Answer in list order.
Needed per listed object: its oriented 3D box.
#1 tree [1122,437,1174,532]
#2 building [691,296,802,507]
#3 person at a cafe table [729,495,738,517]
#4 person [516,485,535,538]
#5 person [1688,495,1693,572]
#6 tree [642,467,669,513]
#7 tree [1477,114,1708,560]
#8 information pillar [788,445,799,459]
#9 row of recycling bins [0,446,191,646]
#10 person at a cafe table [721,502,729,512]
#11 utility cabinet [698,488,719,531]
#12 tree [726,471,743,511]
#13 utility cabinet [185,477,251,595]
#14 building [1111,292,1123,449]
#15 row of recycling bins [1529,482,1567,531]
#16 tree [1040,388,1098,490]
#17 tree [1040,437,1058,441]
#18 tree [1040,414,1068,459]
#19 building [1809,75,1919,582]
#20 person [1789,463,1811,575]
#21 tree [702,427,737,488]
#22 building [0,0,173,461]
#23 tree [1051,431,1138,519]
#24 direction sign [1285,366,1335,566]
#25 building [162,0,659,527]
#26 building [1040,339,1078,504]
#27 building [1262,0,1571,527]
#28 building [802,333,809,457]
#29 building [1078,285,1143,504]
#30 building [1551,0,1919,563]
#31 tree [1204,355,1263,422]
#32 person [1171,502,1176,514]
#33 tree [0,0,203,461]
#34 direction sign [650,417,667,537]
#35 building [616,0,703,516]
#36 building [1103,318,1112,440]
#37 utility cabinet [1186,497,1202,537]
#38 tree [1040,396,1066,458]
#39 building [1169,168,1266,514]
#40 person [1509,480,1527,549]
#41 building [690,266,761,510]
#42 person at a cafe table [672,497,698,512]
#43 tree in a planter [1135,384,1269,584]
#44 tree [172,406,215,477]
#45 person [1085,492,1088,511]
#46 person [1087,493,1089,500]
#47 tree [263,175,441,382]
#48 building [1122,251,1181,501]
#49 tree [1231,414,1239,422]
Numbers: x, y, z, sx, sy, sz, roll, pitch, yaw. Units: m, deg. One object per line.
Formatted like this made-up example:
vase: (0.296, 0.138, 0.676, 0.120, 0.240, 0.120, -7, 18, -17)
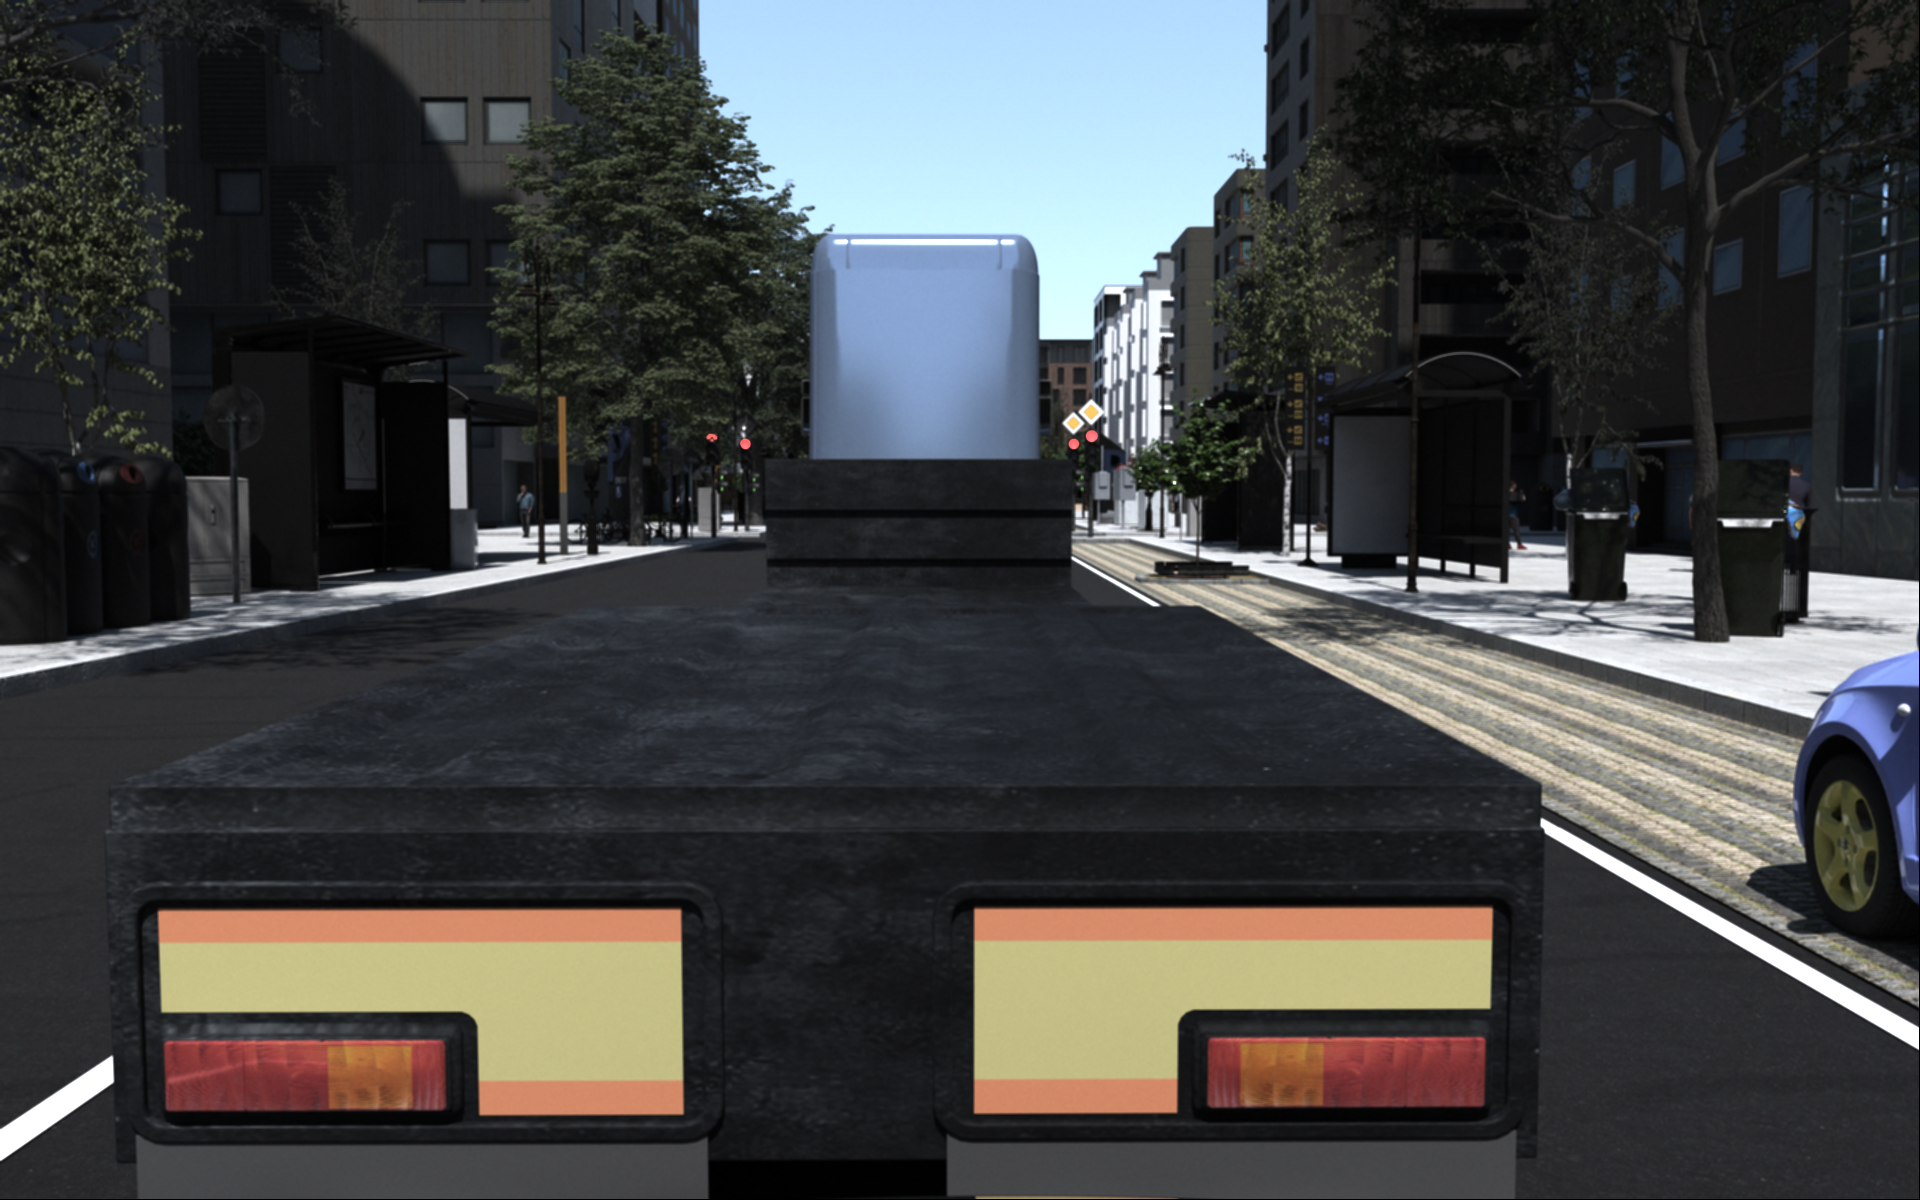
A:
tree: (6.655, -3.952, 59.213, 1.663, 3.219, 1.824, 0, 3, 0)
building: (-24.851, -18.052, 161.601, 16.747, 18.905, 31.486, 0, 3, 0)
person at a cafe table: (-12.135, -5.409, 99.304, 1.726, 1.238, 1.698, 0, 4, -3)
person: (-12.769, -2.611, 50.946, 0.499, 1.552, 0.429, 2, 4, 29)
person: (12.222, -1.254, 28.423, 0.647, 1.594, 0.662, -1, 4, -19)
tree: (-17.645, -6.469, 100.373, 1.663, 3.219, 1.824, 0, 3, 0)
tree: (11.860, -5.068, 33.224, 4.360, 8.622, 3.978, 0, 3, 0)
information pillar: (-7.425, -5.268, 77.489, 0.504, 3.616, 0.183, 0, 4, 5)
row of recycling bins: (-8.307, -0.561, 16.291, 1.069, 1.692, 3.534, 0, 4, -2)
person at a cafe table: (-16.095, -6.730, 120.900, 1.698, 1.238, 1.726, -2, 4, -34)
utility cabinet: (-8.553, -3.076, 58.979, 0.318, 1.500, 1.173, -2, 4, -30)
tree: (-16.928, -8.425, 132.344, 1.663, 3.219, 1.824, 0, 3, 0)
utility cabinet: (-9.570, -0.803, 21.813, 0.318, 1.500, 1.173, 3, 5, 39)
building: (22.069, -18.089, 152.178, 16.016, 20.091, 11.380, 0, 3, 0)
row of recycling bins: (21.341, -3.206, 59.527, 3.534, 1.692, 1.069, 3, 4, 37)
tree: (6.898, -10.175, 116.722, 4.360, 8.622, 3.978, 0, 3, 0)
tree: (6.640, -17.388, 194.661, 12.009, 13.543, 11.850, 0, 3, 0)
tree: (7.210, -12.083, 147.923, 4.737, 8.622, 4.395, 0, 3, 0)
building: (25.219, -42.688, 10.615, 22.319, 86.520, 31.000, 0, 3, 0)
person: (13.163, -1.293, 27.625, 0.683, 1.767, 0.568, 0, 4, 7)
tree: (-18.190, -10.732, 125.827, 4.360, 8.622, 3.978, 0, 3, 0)
building: (-31.043, -29.931, 31.376, 28.212, 58.520, 21.231, 0, 3, 0)
tree: (6.449, -6.471, 89.513, 4.285, 4.588, 4.351, 0, 3, 0)
direction sign: (6.201, -2.370, 30.746, 0.876, 3.537, 0.379, 0, 4, 0)
building: (-29.112, -29.955, 79.005, 28.713, 52.752, 27.495, 0, 3, 0)
building: (15.242, -24.172, 239.193, 32.646, 21.610, 27.936, 0, 3, 0)
building: (21.118, -18.494, 74.072, 14.107, 30.474, 14.160, 0, 3, 0)
building: (-31.611, -20.064, 194.505, 31.486, 18.905, 16.747, 0, 3, 0)
building: (28.046, -20.906, 185.790, 27.936, 21.610, 32.646, 0, 3, 0)
building: (21.705, -23.544, 35.064, 14.600, 45.320, 14.200, 0, 3, 0)
tree: (14.834, -8.522, 89.697, 4.360, 8.622, 3.978, 0, 3, 0)
person: (14.088, -6.123, 114.080, 0.347, 0.859, 0.695, 0, 4, -4)
tree: (-12.959, -4.571, 25.098, 4.737, 8.622, 4.395, 0, 3, 0)
direction sign: (-8.898, -3.625, 51.273, 0.379, 3.537, 0.876, 1, 4, 22)
building: (-24.165, -28.007, 108.025, 14.600, 45.320, 14.200, 0, 3, 0)
building: (21.727, -18.804, 163.864, 16.016, 20.091, 11.380, 0, 3, 0)
utility cabinet: (7.311, -2.491, 51.892, 1.020, 1.237, 0.306, -1, 4, -11)
tree: (6.004, -16.602, 178.097, 9.857, 13.997, 8.962, 0, 3, 0)
building: (28.504, -16.001, 106.662, 27.650, 21.520, 28.899, 0, 3, 0)
person: (12.839, -1.966, 40.063, 0.662, 1.594, 0.647, -3, 5, -43)
building: (-24.061, -17.352, 140.130, 16.016, 20.091, 11.380, 0, 3, 0)
person at a cafe table: (-13.407, -4.674, 84.939, 1.698, 1.524, 1.622, -2, 4, -34)
tree in a planter: (3.884, -1.893, 28.174, 1.991, 3.239, 1.994, 0, 3, 0)
tree: (-29.037, -4.950, 64.650, 4.285, 4.588, 4.351, 0, 3, 0)
person: (9.608, -7.565, 131.995, 0.482, 1.546, 0.388, 3, 4, 38)
person: (9.390, -7.228, 125.035, 0.431, 1.722, 0.655, 0, 4, -6)
tree: (-13.835, -5.493, 40.170, 4.360, 8.622, 3.978, 0, 3, 0)
building: (21.993, -17.394, 140.819, 16.016, 20.091, 11.380, 0, 3, 0)
tree: (11.066, -5.232, 69.264, 4.285, 4.588, 4.351, 0, 3, 0)
